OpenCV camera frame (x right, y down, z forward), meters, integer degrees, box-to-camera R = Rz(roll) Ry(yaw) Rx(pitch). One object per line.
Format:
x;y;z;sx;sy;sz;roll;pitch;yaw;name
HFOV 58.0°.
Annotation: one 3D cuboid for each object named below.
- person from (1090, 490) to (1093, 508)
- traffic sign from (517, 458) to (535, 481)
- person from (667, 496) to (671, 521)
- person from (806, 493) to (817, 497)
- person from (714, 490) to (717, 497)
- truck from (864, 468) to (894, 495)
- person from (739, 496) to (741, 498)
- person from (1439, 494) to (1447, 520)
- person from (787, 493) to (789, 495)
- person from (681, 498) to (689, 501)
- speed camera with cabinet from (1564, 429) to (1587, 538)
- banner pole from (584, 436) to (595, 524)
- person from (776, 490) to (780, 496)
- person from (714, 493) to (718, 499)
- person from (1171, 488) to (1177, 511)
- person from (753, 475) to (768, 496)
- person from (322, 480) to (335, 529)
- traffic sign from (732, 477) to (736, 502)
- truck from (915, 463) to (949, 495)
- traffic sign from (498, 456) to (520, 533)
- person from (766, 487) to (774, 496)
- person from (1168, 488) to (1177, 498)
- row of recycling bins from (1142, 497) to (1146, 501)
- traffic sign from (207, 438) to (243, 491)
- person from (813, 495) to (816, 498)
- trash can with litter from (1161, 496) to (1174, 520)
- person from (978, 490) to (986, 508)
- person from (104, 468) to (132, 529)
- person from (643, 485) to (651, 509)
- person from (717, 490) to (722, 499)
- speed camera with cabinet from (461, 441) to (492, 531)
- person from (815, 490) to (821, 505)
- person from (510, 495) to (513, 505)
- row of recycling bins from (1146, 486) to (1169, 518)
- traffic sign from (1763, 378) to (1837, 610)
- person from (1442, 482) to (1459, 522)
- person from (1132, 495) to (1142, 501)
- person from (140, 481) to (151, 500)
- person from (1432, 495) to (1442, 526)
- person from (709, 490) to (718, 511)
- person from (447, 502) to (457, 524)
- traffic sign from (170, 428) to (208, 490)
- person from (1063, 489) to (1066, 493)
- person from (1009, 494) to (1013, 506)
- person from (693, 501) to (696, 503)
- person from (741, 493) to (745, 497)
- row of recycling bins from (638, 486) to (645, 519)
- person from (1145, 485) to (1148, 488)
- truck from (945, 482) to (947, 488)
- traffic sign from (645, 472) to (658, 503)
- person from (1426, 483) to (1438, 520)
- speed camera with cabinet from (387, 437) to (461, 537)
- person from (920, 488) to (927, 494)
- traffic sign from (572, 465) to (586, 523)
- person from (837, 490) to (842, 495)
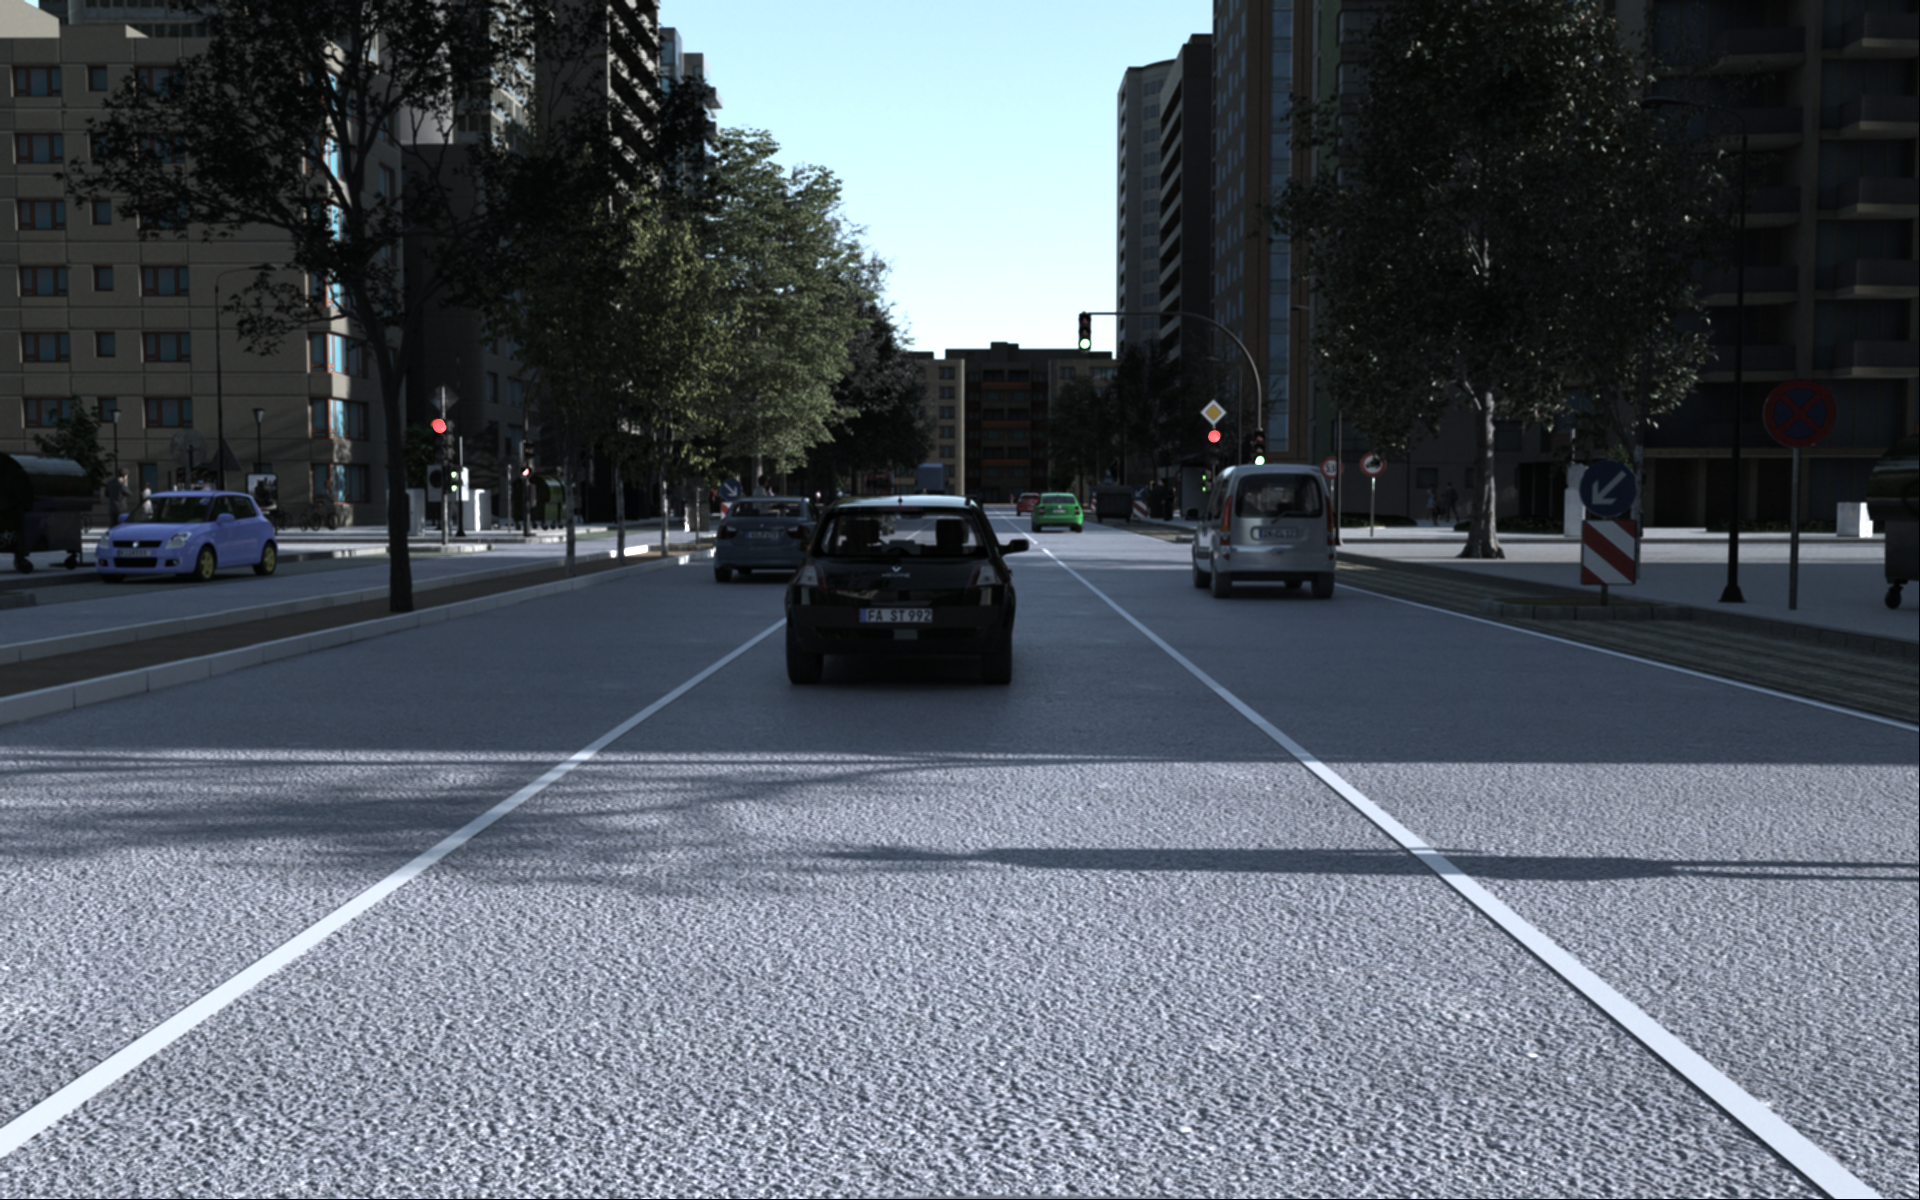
11.988;-9.217;157.548;0.445;1.727;0.742;-1;4;-23;person
-14.894;-3.613;59.181;0.768;2.556;0.104;1;4;9;traffic sign
-14.197;-4.455;83.895;0.382;1.210;0.505;0;4;-2;person
-16.673;-11.505;194.166;1.348;1.821;0.705;-1;4;-10;person
-28.713;-12.095;203.786;0.705;1.826;1.348;0;4;4;person
-8.237;-11.597;178.522;2.839;4.237;11.283;0;4;0;truck
-24.998;-11.591;196.481;0.530;1.710;0.541;-2;4;-23;person
23.809;-4.599;85.501;0.475;1.303;0.640;-2;4;-25;person
-18.625;-10.761;185.168;0.799;1.438;0.628;-1;4;-19;person
-18.753;-6.789;117.396;0.623;1.781;0.721;-2;4;-28;person
18.462;-3.516;51.820;0.660;3.252;2.038;1;4;22;speed camera with cabinet
-15.719;-5.105;73.487;0.401;3.779;0.863;1;4;21;banner pole
-20.363;-11.530;195.347;1.217;1.735;0.721;3;4;36;person
-24.374;-9.995;172.677;0.599;1.433;0.991;-2;4;-28;person
15.937;-7.450;128.370;0.721;1.766;1.217;0;4;2;person
-4.356;-1.758;37.089;0.795;1.843;0.661;-1;4;-12;person
-23.127;-3.504;63.606;0.520;1.790;0.573;3;5;39;person
-15.528;-7.249;118.520;0.884;2.594;0.081;0;4;2;traffic sign
-2.634;-9.432;143.968;2.967;4.110;18.799;0;4;1;truck
-15.024;-3.521;57.680;0.768;2.556;0.104;0;4;4;traffic sign
-14.458;-7.744;132.519;0.599;1.838;0.709;-3;5;-42;person
19.046;-9.248;157.262;1.348;1.821;0.705;2;4;23;person
11.648;-5.980;104.891;1.069;1.692;3.534;0;4;-2;row of recycling bins
-17.065;-2.459;40.207;0.884;2.594;0.081;1;4;9;traffic sign
-15.782;-10.705;184.295;0.991;1.433;0.599;0;4;7;person
10.421;-4.615;86.837;0.624;1.170;1.055;1;4;10;trash can with litter
2.181;-10.060;172.969;0.705;1.826;1.348;2;4;35;person
-18.178;-1.933;37.455;0.655;1.846;0.447;1;4;19;person
-18.057;-5.731;99.714;0.822;1.834;0.622;-2;4;-24;person
-24.423;-10.314;175.621;0.756;1.711;0.436;0;4;6;person
-17.178;-4.042;60.430;0.660;3.252;2.038;1;4;18;speed camera with cabinet
-16.578;-11.965;202.615;0.756;1.711;0.436;-2;4;-32;person
-20.903;-4.598;81.642;0.576;1.772;0.534;-3;4;-36;person
10.692;-5.244;92.854;1.069;1.692;3.534;0;4;5;row of recycling bins
9.251;-1.166;19.163;0.768;2.556;0.104;1;4;8;traffic sign
22.379;-4.464;78.995;0.622;1.834;0.822;-1;4;-16;person
12.050;-6.811;118.071;0.731;1.740;0.598;1;4;14;person
-30.478;-3.557;64.771;0.524;1.755;0.480;0;4;0;person
19.259;-3.620;69.899;0.362;1.253;0.373;-3;4;-38;person
-18.561;-7.548;129.396;1.348;1.831;0.705;1;4;23;person
-21.624;-4.106;73.536;0.624;1.780;0.694;1;4;16;person
-14.989;-2.053;33.670;0.768;2.556;0.104;0;4;8;traffic sign
10.876;-10.585;179.123;0.705;1.822;1.348;-1;4;-17;person
6.246;-12.065;208.985;0.991;1.433;0.599;3;5;41;person
-19.272;-7.299;126.134;0.466;1.731;0.760;-2;4;-27;person
-25.274;-11.775;199.353;1.217;1.735;0.721;1;4;20;person
-16.999;-5.080;90.179;1.069;1.692;3.534;-1;4;-18;row of recycling bins
11.557;-6.216;107.679;0.555;1.821;0.388;2;4;34;person
-2.761;-11.334;174.229;2.839;4.237;11.283;0;4;0;truck
-17.494;-6.000;98.212;0.768;2.556;0.104;0;4;2;traffic sign
22.993;-4.781;84.313;0.616;1.811;0.778;2;4;33;person
-16.303;-3.552;52.410;2.038;3.252;0.660;1;4;13;speed camera with cabinet
-2.334;-6.212;110.163;0.635;1.810;0.391;-2;4;-24;person
-16.673;-4.624;75.704;0.768;2.556;0.104;0;4;7;traffic sign
-14.110;-12.036;202.812;1.348;1.826;0.705;-3;5;-42;person
